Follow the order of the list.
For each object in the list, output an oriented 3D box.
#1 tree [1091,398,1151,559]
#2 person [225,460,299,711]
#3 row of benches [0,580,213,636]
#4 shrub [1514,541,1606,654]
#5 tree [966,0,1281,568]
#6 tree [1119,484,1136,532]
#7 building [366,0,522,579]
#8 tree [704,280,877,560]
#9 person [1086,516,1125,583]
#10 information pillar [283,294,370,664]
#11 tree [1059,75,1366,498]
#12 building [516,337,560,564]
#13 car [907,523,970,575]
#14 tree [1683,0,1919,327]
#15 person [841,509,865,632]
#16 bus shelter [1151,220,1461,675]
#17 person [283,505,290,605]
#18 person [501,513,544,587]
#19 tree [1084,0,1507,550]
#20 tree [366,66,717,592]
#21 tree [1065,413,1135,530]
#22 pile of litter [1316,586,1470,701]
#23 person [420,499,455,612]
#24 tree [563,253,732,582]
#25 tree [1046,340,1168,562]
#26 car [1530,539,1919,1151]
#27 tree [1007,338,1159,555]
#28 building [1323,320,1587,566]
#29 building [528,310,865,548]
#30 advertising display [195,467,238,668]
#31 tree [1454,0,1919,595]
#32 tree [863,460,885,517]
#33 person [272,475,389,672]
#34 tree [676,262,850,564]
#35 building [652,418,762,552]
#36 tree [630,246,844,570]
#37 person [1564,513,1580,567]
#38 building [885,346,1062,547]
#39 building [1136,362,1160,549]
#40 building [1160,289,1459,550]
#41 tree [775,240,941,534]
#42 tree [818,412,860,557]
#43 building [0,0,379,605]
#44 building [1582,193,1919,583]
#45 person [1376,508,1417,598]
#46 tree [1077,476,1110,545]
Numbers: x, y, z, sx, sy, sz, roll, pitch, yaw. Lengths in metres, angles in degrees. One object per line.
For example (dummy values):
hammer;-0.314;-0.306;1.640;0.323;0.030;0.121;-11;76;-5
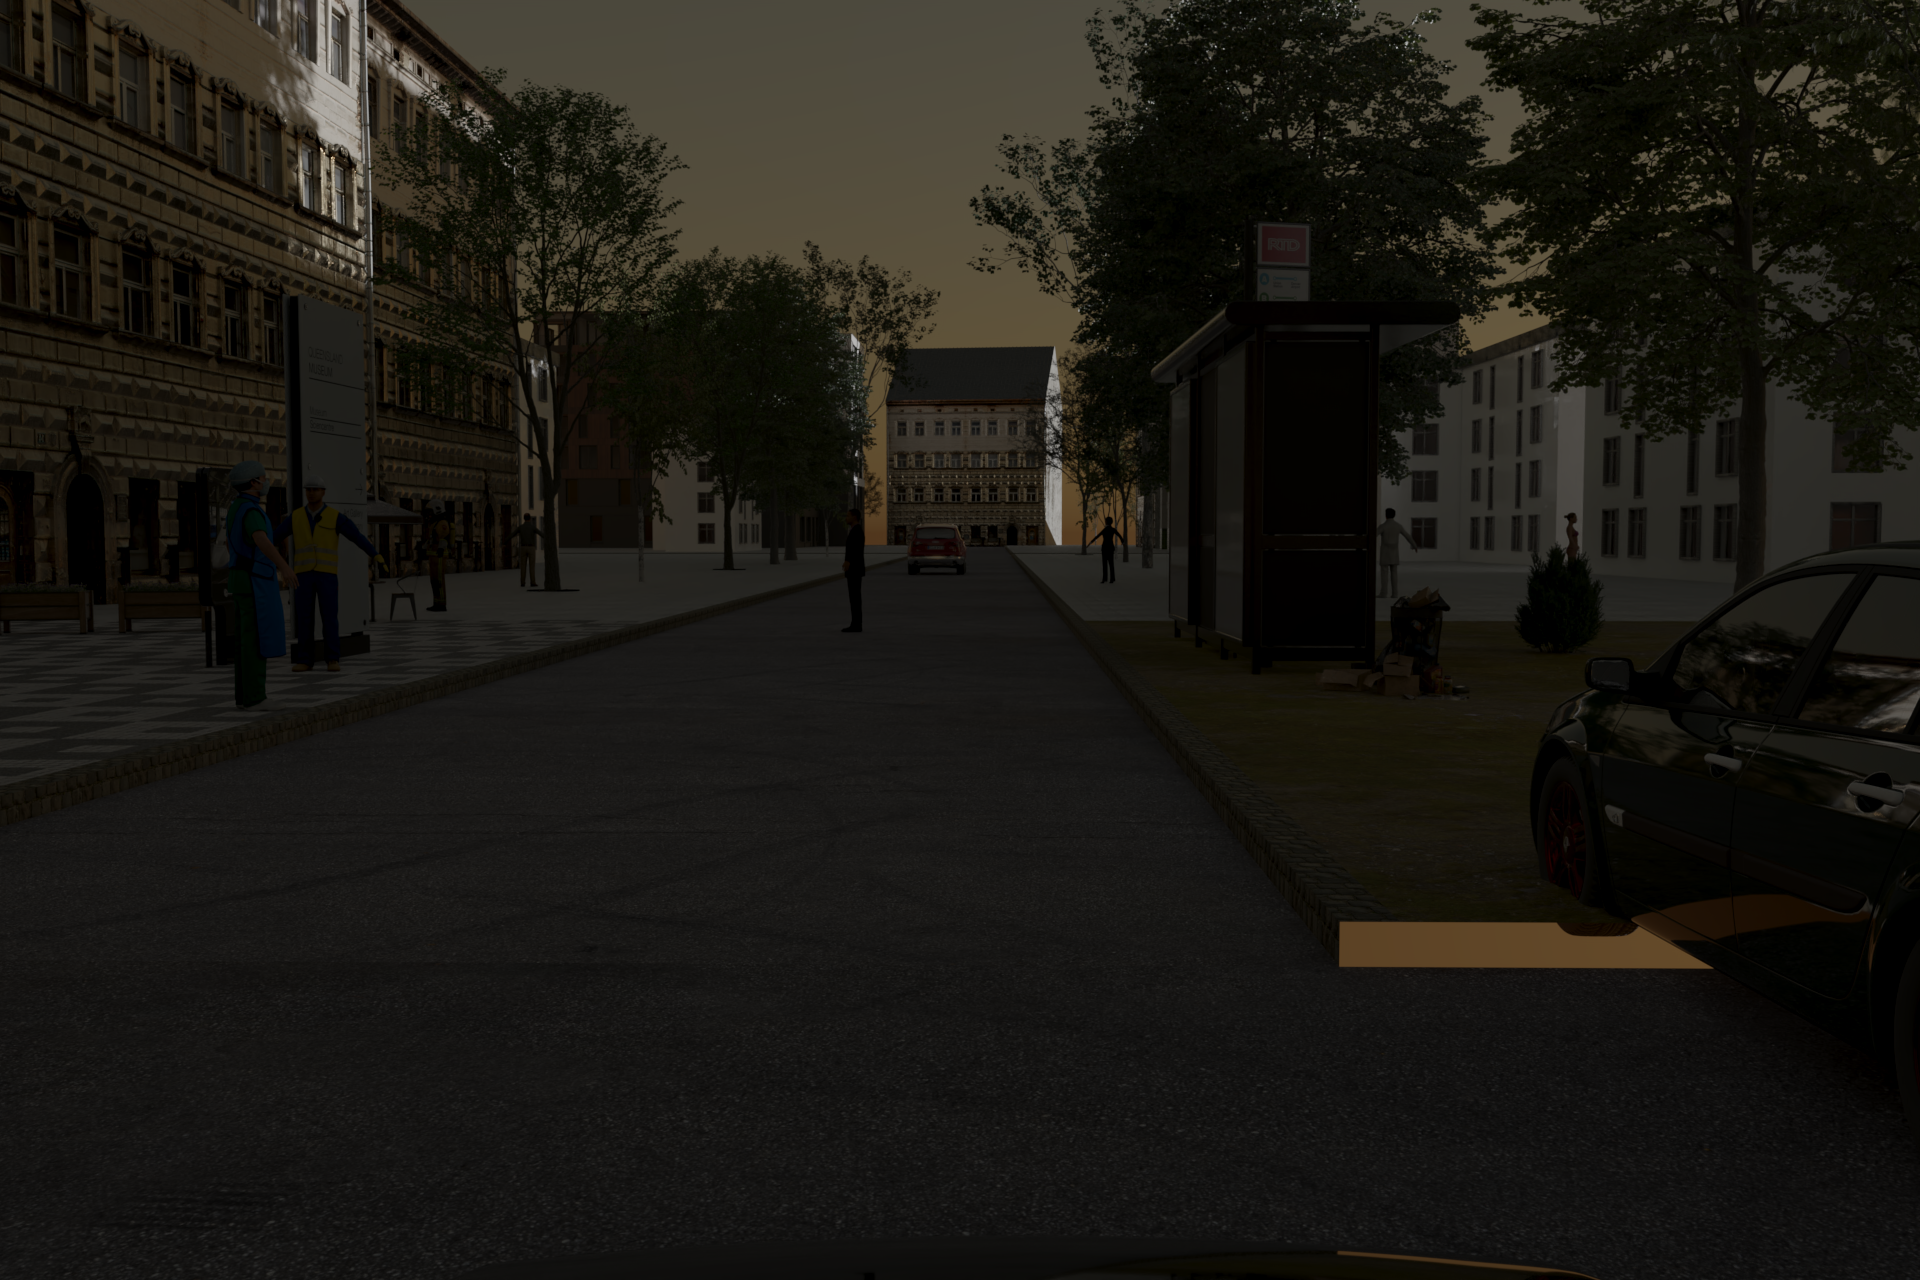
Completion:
tree;7.722;-8.386;87.466;4.360;8.622;3.978;0;3;0
person;-5.137;-0.399;12.644;0.704;1.817;1.347;-3;4;-37
row of benches;-11.706;-0.419;22.319;4.104;0.672;1.422;-1;4;-18
shrub;6.476;-0.465;18.715;1.383;1.207;1.383;0;3;0
tree;5.825;-12.692;63.397;12.611;20.169;13.585;0;3;0
tree;20.985;-15.314;200.746;4.360;8.622;3.978;0;3;0
building;-25.537;-13.643;53.993;19.493;23.208;18.063;0;4;1
tree;-8.256;-10.872;84.415;9.857;13.997;8.962;0;3;0
person;3.807;-2.342;45.015;1.216;1.740;0.721;-2;4;-32
information pillar;-6.501;-1.622;17.828;0.184;3.620;1.656;0;4;2
tree;7.221;-8.630;47.758;9.857;13.997;8.962;0;3;0
building;-23.197;-8.488;80.919;9.099;9.664;28.070;0;4;1
car;-0.803;-3.296;62.569;2.281;1.827;5.304;0;4;1
tree;8.165;-3.800;12.497;4.360;8.622;3.978;0;3;0
person;-1.573;-1.022;25.387;0.704;1.802;1.346;0;4;0
bus shelter;3.453;-2.585;19.903;2.179;5.291;8.768;0;3;0
person;-12.103;-1.555;31.575;0.704;1.843;1.345;0;4;-5
person;-10.527;-2.198;42.206;1.348;1.796;0.705;0;4;0
tree;7.003;-7.913;36.027;9.857;13.997;8.962;0;3;0
tree;-9.163;-6.897;38.516;9.928;11.665;9.643;0;3;0
tree;7.955;-8.855;95.136;4.737;8.622;4.395;0;3;0
pile of litter;3.526;-0.012;14.157;1.176;0.858;1.719;0;4;2
person;-8.690;-1.403;28.710;0.705;1.858;1.354;-2;4;-29
tree;-8.309;-5.866;46.270;4.737;8.622;4.395;0;3;0
tree;7.687;-8.809;78.446;8.767;10.594;7.601;2;4;27
car;2.975;0.296;4.948;2.009;1.686;4.222;0;4;1
tree;7.652;-11.917;105.215;12.009;13.543;11.850;0;3;0
building;24.413;-8.559;82.091;9.099;9.664;28.070;0;4;1
building;-24.983;-20.232;174.760;27.936;21.610;32.646;0;4;2
advertising display;-7.205;-0.723;17.033;0.123;1.923;0.974;0;4;3
tree;9.924;-6.375;22.350;7.486;12.596;7.792;0;3;0
tree;-11.993;-16.129;198.123;7.601;10.594;8.767;0;4;5
person;-6.017;-0.625;16.180;1.349;1.833;0.705;0;4;-7
tree;-8.228;-9.457;72.756;7.486;12.596;7.792;0;3;0
building;-20.334;-12.036;138.944;9.099;9.664;28.070;0;4;1
tree;-8.142;-8.299;61.448;9.928;11.665;9.643;0;3;0
person;12.916;-1.807;36.344;0.721;1.733;1.217;1;4;21
building;2.038;-22.583;202.623;18.063;23.208;19.493;1;4;9
building;26.351;-20.109;159.718;19.493;23.208;18.063;0;4;1
building;24.846;-16.118;129.979;16.747;18.905;31.486;0;4;2
tree;-7.458;-15.641;111.620;12.611;20.169;13.585;0;3;0
tree;-7.508;-8.998;97.479;4.737;8.622;4.395;0;3;0
building;-24.566;-12.511;35.476;19.493;23.208;18.063;0;4;1
building;24.520;-6.144;42.596;9.099;9.664;28.070;0;4;1
person;8.614;-1.750;34.806;1.347;1.806;0.705;-1;4;-14
tree;16.118;-15.431;202.663;4.360;8.622;3.978;0;3;0
